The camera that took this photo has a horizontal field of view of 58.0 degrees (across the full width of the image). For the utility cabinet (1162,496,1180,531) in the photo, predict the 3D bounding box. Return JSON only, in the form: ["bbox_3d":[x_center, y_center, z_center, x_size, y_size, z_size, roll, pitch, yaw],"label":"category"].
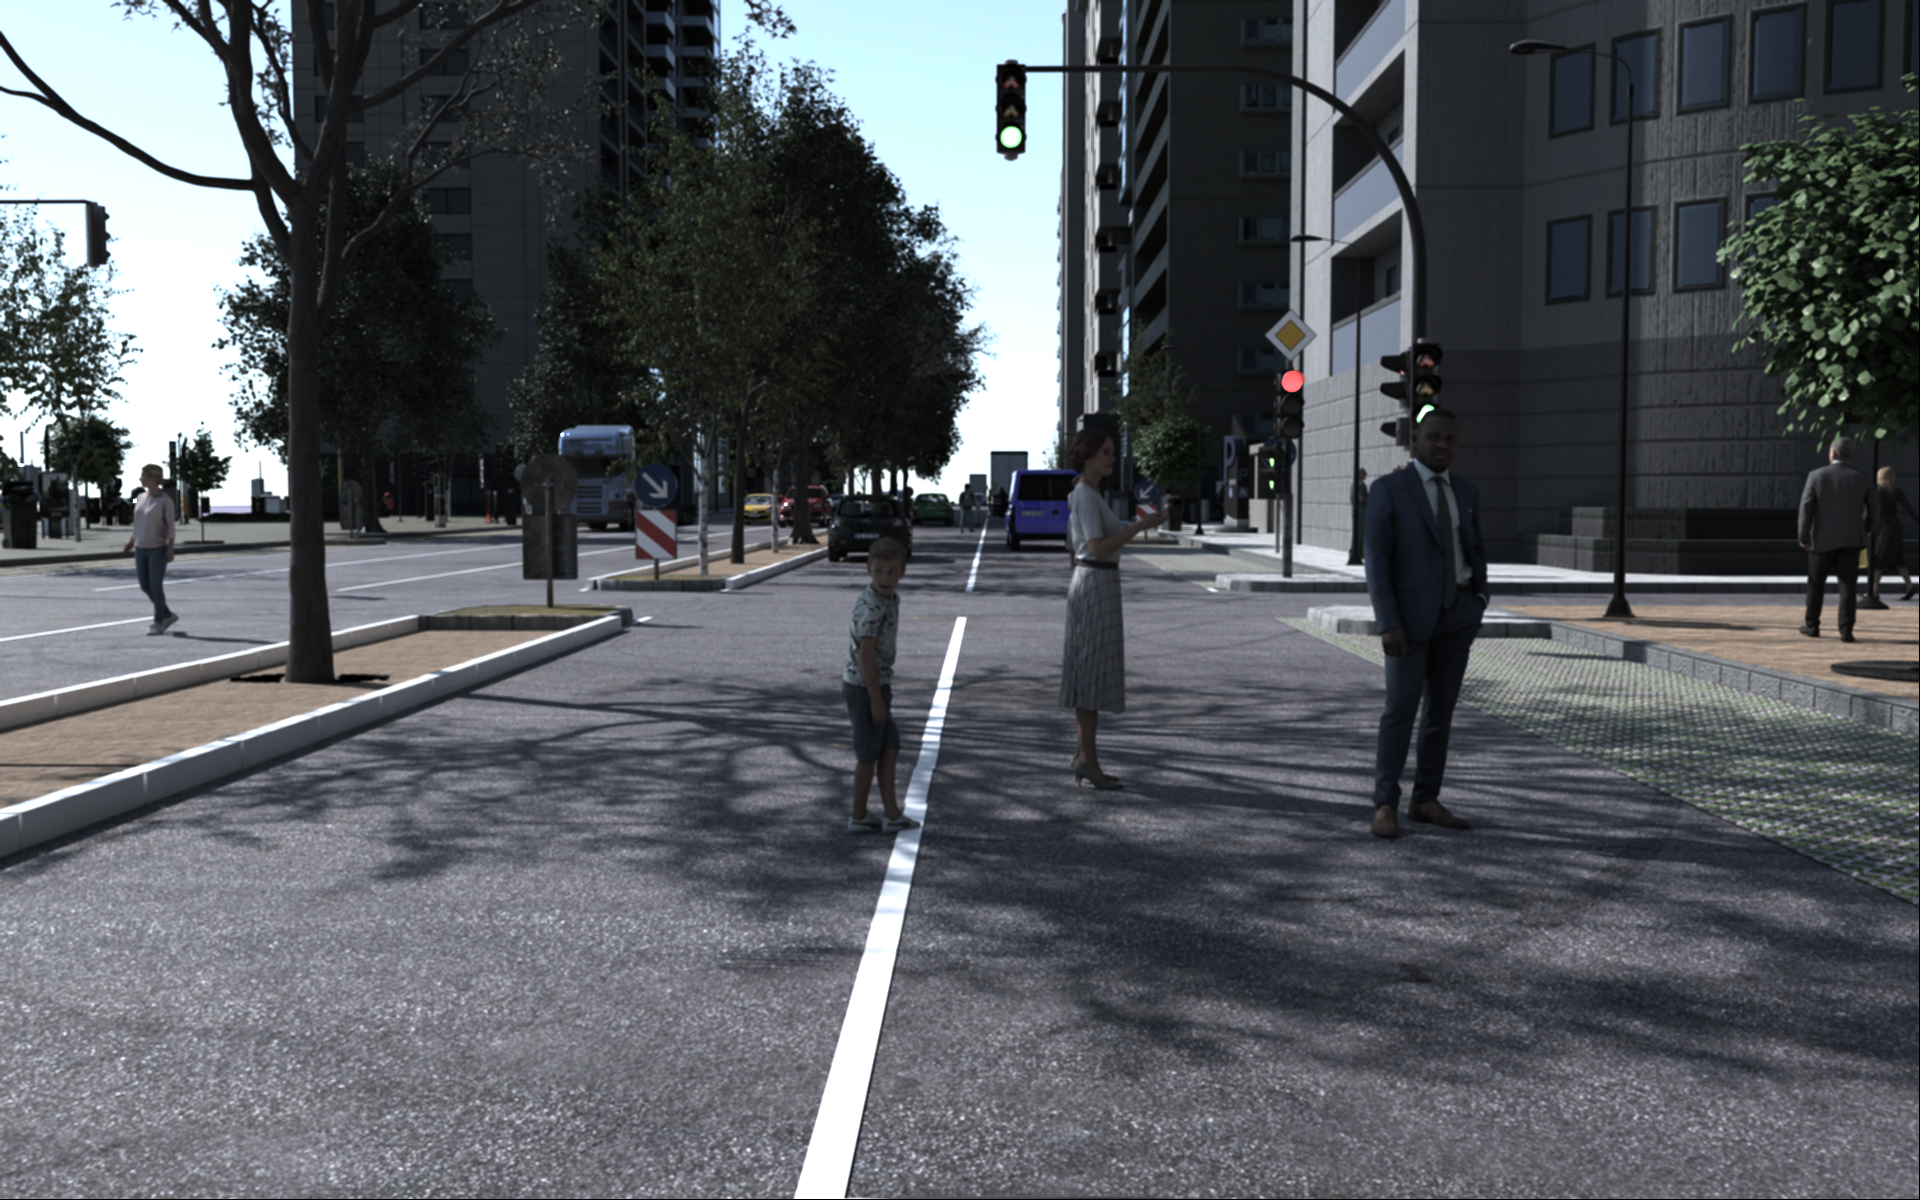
[{"bbox_3d":[7.442,-3.059,61.172,0.306,1.237,1.020,2,4,28],"label":"utility cabinet"}]

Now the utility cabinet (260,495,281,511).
[{"bbox_3d":[-37.275,-5.048,93.693,0.306,1.237,1.020,3,4,37],"label":"utility cabinet"}]

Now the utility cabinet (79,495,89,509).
[{"bbox_3d":[-51.186,-5.470,100.594,1.020,1.237,0.306,-1,4,-20],"label":"utility cabinet"}]

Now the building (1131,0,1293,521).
[{"bbox_3d":[20.535,-28.514,89.902,21.300,48.544,21.600,0,4,1],"label":"building"}]

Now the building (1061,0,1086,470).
[{"bbox_3d":[22.339,-40.331,201.413,21.231,58.520,28.212,0,4,1],"label":"building"}]

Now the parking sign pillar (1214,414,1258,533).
[{"bbox_3d":[9.177,-4.218,57.444,1.447,3.967,1.447,-1,4,-11],"label":"parking sign pillar"}]

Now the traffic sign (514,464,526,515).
[{"bbox_3d":[-18.582,-4.494,73.582,0.768,2.556,0.104,1,4,9],"label":"traffic sign"}]

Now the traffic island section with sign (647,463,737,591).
[{"bbox_3d":[-4.516,-1.119,26.437,2.006,1.907,1.989,0,4,1],"label":"traffic island section with sign"}]

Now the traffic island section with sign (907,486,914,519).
[{"bbox_3d":[-3.077,-5.714,101.562,2.006,1.907,1.989,0,4,1],"label":"traffic island section with sign"}]

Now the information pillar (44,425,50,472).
[{"bbox_3d":[-30.828,-4.109,58.534,0.183,3.616,0.504,-1,4,-19],"label":"information pillar"}]

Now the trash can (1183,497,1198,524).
[{"bbox_3d":[10.054,-3.886,75.187,0.748,1.137,0.748,0,3,0],"label":"trash can"}]

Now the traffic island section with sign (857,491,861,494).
[{"bbox_3d":[-13.757,-13.941,236.559,1.989,1.847,2.006,0,4,1],"label":"traffic island section with sign"}]

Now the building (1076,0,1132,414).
[{"bbox_3d":[25.751,-35.006,161.595,28.713,52.752,27.495,0,4,1],"label":"building"}]

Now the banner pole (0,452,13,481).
[{"bbox_3d":[-56.514,-6.905,102.910,0.863,3.779,0.401,-2,4,-28],"label":"banner pole"}]

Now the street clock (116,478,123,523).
[{"bbox_3d":[-37.707,-4.468,77.618,0.358,2.002,0.471,-1,4,-10],"label":"street clock"}]

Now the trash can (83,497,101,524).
[{"bbox_3d":[-37.846,-3.910,75.579,0.748,1.137,0.748,0,3,0],"label":"trash can"}]

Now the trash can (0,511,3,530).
[{"bbox_3d":[-34.543,-3.093,62.222,0.748,1.137,0.748,0,3,0],"label":"trash can"}]

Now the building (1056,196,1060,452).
[{"bbox_3d":[24.975,-38.257,245.112,23.786,49.044,30.456,0,4,1],"label":"building"}]

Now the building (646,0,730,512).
[{"bbox_3d":[-30.261,-50.518,138.638,22.319,86.520,31.000,0,4,1],"label":"building"}]

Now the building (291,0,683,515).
[{"bbox_3d":[-29.290,-41.229,112.348,20.563,71.187,20.611,0,4,1],"label":"building"}]

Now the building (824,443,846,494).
[{"bbox_3d":[-24.098,-36.807,251.905,14.600,45.320,14.200,0,4,1],"label":"building"}]

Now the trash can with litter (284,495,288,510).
[{"bbox_3d":[-38.880,-5.420,99.679,1.678,1.210,2.233,-1,4,-22],"label":"trash can with litter"}]

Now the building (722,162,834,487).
[{"bbox_3d":[-28.549,-35.204,230.207,22.147,44.769,28.867,0,4,1],"label":"building"}]

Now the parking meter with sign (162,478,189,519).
[{"bbox_3d":[-38.899,-5.440,85.211,1.738,3.016,0.543,-1,4,-20],"label":"parking meter with sign"}]

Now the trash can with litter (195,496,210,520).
[{"bbox_3d":[-36.685,-4.528,85.090,1.678,1.210,2.233,2,4,25],"label":"trash can with litter"}]

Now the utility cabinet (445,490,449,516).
[{"bbox_3d":[-30.164,-5.701,101.896,0.318,1.500,1.173,-1,4,-22],"label":"utility cabinet"}]

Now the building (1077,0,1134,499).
[{"bbox_3d":[20.953,-50.079,131.458,22.319,86.520,31.000,0,4,1],"label":"building"}]

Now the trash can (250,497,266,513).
[{"bbox_3d":[-34.507,-4.495,85.147,0.748,1.137,0.748,0,3,0],"label":"trash can"}]

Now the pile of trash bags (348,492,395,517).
[{"bbox_3d":[-32.229,-5.225,95.178,1.912,1.369,3.447,1,4,17],"label":"pile of trash bags"}]

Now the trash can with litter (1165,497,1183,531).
[{"bbox_3d":[7.316,-2.941,59.477,0.624,1.170,1.055,0,4,1],"label":"trash can with litter"}]

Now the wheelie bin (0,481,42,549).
[{"bbox_3d":[-22.171,-2.018,40.903,0.693,1.594,0.980,3,5,40],"label":"wheelie bin"}]

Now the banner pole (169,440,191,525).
[{"bbox_3d":[-32.561,-5.011,71.950,0.401,3.779,0.863,1,4,14],"label":"banner pole"}]

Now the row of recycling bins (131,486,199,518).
[{"bbox_3d":[-42.564,-5.236,92.724,3.534,1.692,1.069,0,4,-4],"label":"row of recycling bins"}]

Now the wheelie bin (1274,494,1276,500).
[{"bbox_3d":[13.965,-4.149,75.741,0.980,1.594,0.693,2,4,26],"label":"wheelie bin"}]

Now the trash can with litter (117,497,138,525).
[{"bbox_3d":[-34.388,-3.692,71.748,1.055,1.170,0.624,-1,4,-8],"label":"trash can with litter"}]

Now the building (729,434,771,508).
[{"bbox_3d":[-25.754,-23.919,162.778,14.160,30.474,14.107,0,4,1],"label":"building"}]

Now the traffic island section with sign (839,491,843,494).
[{"bbox_3d":[-14.291,-12.262,209.113,1.989,1.847,2.006,0,4,1],"label":"traffic island section with sign"}]

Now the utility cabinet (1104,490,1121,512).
[{"bbox_3d":[8.530,-5.397,96.925,0.318,1.500,1.173,3,5,41],"label":"utility cabinet"}]

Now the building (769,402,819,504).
[{"bbox_3d":[-31.808,-21.841,202.145,27.650,21.520,28.899,0,4,1],"label":"building"}]

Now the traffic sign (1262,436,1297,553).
[{"bbox_3d":[6.926,-2.299,37.688,0.768,2.556,0.104,0,4,5],"label":"traffic sign"}]

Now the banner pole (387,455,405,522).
[{"bbox_3d":[-25.868,-5.462,79.324,0.401,3.779,0.863,3,5,42],"label":"banner pole"}]

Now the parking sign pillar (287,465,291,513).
[{"bbox_3d":[-31.279,-5.744,82.379,1.447,3.967,1.447,2,4,35],"label":"parking sign pillar"}]

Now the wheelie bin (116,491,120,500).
[{"bbox_3d":[-49.590,-5.713,101.308,0.980,1.594,0.693,0,4,-7],"label":"wheelie bin"}]

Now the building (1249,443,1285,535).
[{"bbox_3d":[26.384,-22.472,59.299,32.217,40.220,23.993,0,4,1],"label":"building"}]

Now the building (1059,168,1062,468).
[{"bbox_3d":[19.970,-35.041,223.032,14.600,45.320,14.200,0,4,1],"label":"building"}]

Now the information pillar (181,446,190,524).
[{"bbox_3d":[-33.341,-5.084,74.482,0.183,3.616,0.504,0,4,-6],"label":"information pillar"}]

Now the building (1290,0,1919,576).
[{"bbox_3d":[22.528,-30.151,34.963,28.212,58.520,21.231,0,4,1],"label":"building"}]

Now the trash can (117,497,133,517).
[{"bbox_3d":[-39.643,-4.316,82.213,0.748,1.137,0.748,0,3,0],"label":"trash can"}]

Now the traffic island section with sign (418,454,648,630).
[{"bbox_3d":[-4.669,-0.666,19.031,2.006,1.907,1.989,0,4,1],"label":"traffic island section with sign"}]

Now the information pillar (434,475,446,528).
[{"bbox_3d":[-19.968,-3.794,66.524,0.304,2.012,0.304,3,5,42],"label":"information pillar"}]

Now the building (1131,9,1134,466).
[{"bbox_3d":[17.694,-25.985,108.454,14.154,41.232,14.086,0,4,1],"label":"building"}]
